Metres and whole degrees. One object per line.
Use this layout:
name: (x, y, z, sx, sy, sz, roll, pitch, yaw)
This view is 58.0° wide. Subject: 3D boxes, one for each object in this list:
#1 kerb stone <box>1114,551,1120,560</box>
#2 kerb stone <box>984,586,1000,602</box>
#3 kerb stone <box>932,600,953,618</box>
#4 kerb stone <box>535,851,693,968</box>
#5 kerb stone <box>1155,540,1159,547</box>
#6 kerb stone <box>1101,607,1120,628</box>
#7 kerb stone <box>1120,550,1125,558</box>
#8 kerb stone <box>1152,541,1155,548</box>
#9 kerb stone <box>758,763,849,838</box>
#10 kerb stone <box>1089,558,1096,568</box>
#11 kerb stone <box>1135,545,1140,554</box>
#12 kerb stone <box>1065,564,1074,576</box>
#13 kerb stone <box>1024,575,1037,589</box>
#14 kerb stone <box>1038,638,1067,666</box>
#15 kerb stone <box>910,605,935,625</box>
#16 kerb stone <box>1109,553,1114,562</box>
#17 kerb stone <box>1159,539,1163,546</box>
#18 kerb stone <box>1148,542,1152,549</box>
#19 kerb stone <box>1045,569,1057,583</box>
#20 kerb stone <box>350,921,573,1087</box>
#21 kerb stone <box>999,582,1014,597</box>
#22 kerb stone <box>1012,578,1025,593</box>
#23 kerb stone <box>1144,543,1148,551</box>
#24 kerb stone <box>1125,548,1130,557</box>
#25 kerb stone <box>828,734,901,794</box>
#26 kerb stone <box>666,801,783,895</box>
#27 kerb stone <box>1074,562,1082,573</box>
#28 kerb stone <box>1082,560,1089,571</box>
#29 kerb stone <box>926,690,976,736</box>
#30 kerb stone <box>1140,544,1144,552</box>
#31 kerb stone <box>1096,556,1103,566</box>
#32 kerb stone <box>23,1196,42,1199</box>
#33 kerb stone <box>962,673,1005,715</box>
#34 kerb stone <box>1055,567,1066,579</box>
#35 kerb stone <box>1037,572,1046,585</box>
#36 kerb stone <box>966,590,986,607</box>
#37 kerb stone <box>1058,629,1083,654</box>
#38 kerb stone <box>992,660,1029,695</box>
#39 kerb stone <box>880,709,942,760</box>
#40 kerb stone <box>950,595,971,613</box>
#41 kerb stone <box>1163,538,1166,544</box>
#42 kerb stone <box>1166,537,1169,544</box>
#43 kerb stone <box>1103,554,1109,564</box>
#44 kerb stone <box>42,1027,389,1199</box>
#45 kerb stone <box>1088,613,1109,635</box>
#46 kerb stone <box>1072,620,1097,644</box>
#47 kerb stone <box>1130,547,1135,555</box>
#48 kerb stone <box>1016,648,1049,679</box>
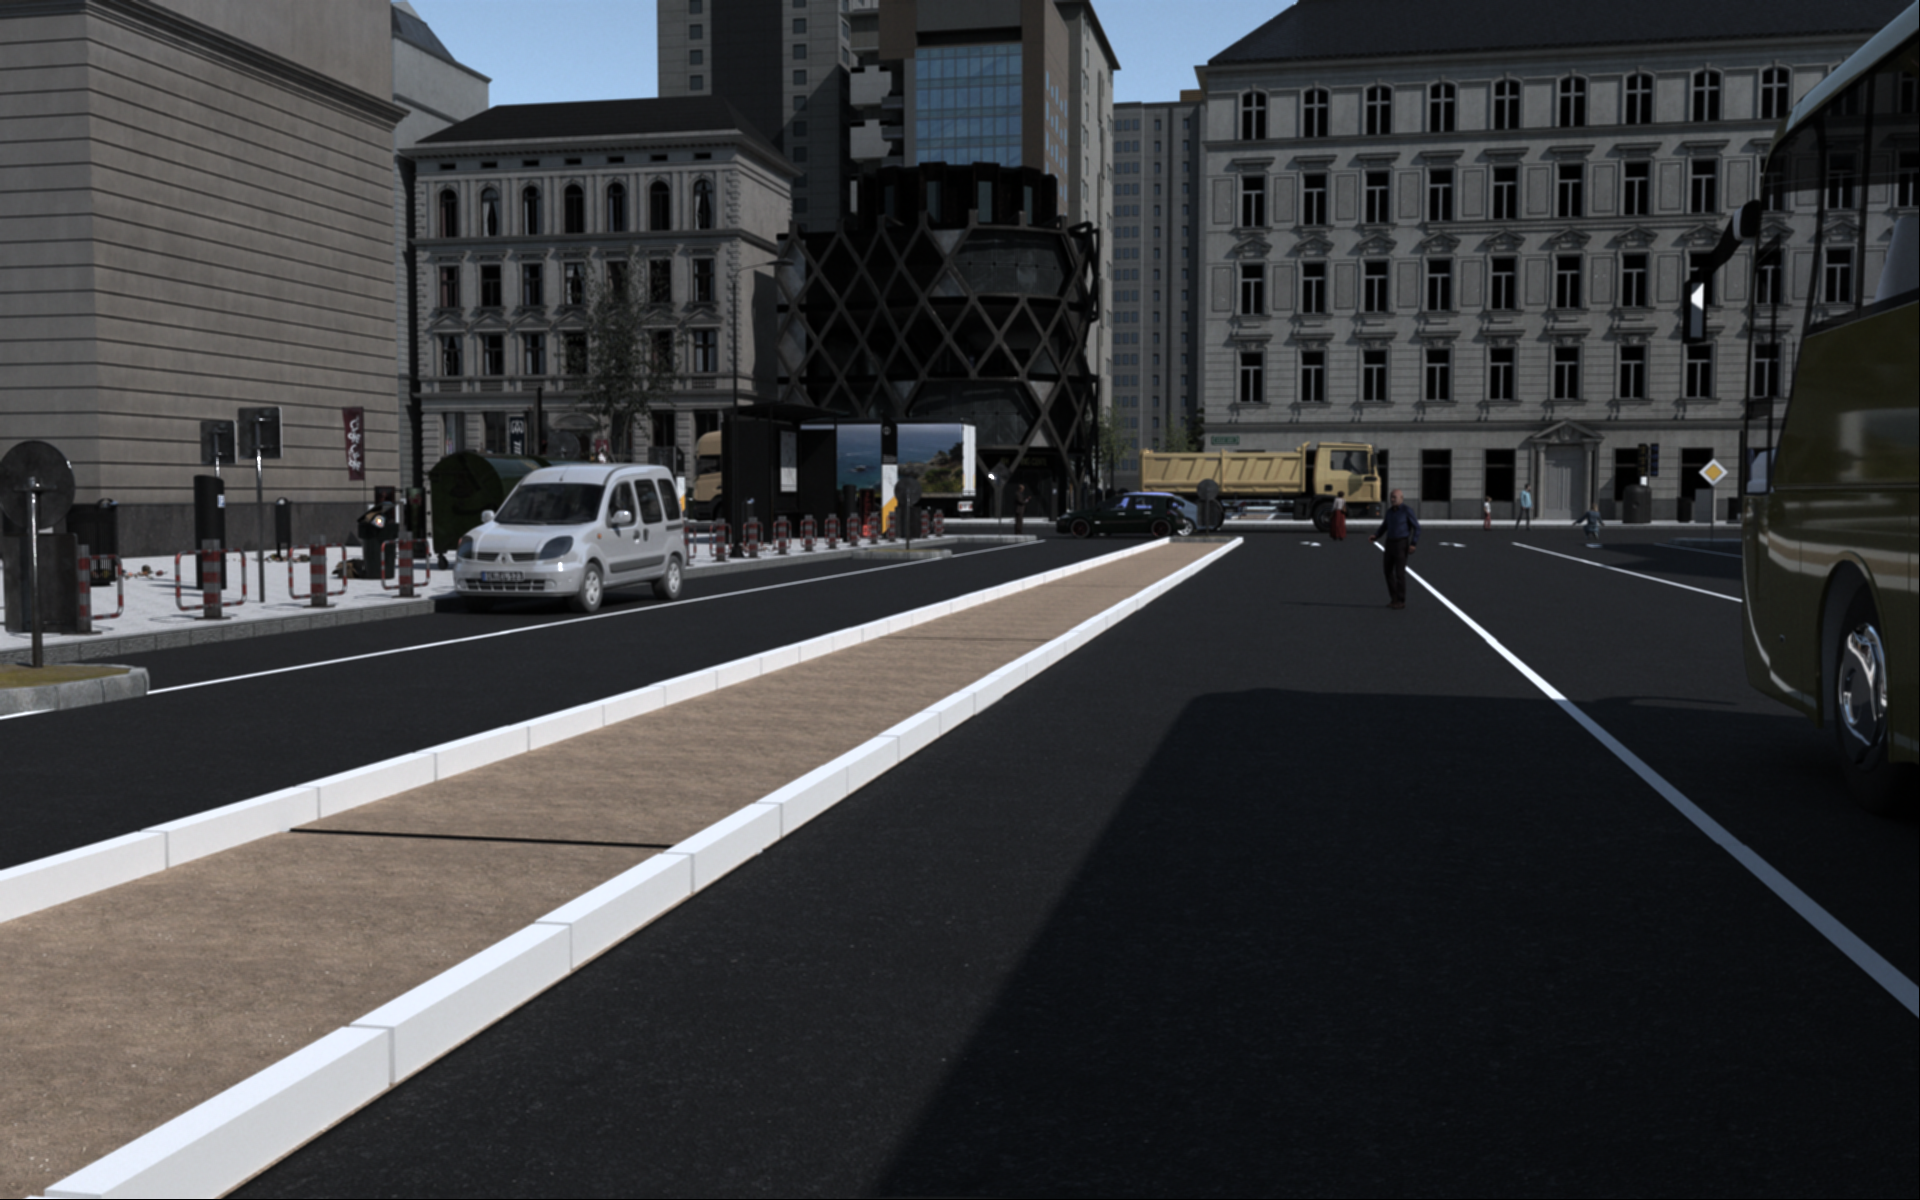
kerb stone: (3.270, -0.921, 37.262, 0.120, 0.150, 1.000, 1, 4, 12)
kerb stone: (0.358, -0.059, 23.168, 0.120, 0.150, 1.000, 1, 4, 12)
kerb stone: (-0.272, 0.130, 20.157, 0.120, 0.150, 1.000, 1, 4, 12)
kerb stone: (-1.119, 1.010, 5.684, 0.120, 0.150, 1.000, 1, 4, 12)
kerb stone: (5.151, -1.475, 46.348, 0.120, 0.150, 1.000, 1, 4, 12)
kerb stone: (1.597, 0.208, 18.790, 0.120, 0.150, 1.000, 1, 4, 12)
kerb stone: (3.479, -0.982, 38.272, 0.120, 0.150, 1.000, 1, 4, 12)
kerb stone: (4.942, -1.415, 45.330, 0.120, 0.150, 1.000, 1, 4, 12)
kerb stone: (-0.694, 0.887, 7.698, 0.120, 0.150, 1.000, 1, 4, 12)
kerb stone: (2.437, -0.675, 33.224, 0.120, 0.150, 1.000, 1, 4, 12)
kerb stone: (4.112, -1.165, 41.286, 0.120, 0.150, 1.000, 1, 4, 12)
kerb stone: (1.821, -0.490, 30.210, 0.120, 0.150, 1.000, 1, 4, 12)
kerb stone: (0.985, -0.244, 26.179, 0.120, 0.150, 1.000, 1, 4, 12)
kerb stone: (0.761, 0.461, 14.745, 0.120, 0.150, 1.000, 1, 4, 12)
kerb stone: (-0.470, 0.186, 19.149, 0.120, 0.150, 1.000, 1, 4, 12)
kerb stone: (3.061, -0.859, 36.253, 0.120, 0.150, 1.000, 1, 4, 12)
kerb stone: (5.368, -1.538, 47.354, 0.120, 0.150, 1.000, 1, 4, 12)
kerb stone: (4.734, -1.349, 44.320, 0.120, 0.150, 1.000, 1, 4, 12)
kerb stone: (1.401, -0.367, 28.192, 0.120, 0.150, 1.000, 1, 4, 12)
kerb stone: (-1.320, 1.073, 4.679, 0.120, 0.150, 1.000, 1, 4, 12)
kerb stone: (0.567, -0.118, 24.172, 0.120, 0.150, 1.000, 1, 4, 12)
kerb stone: (0.770, -0.182, 25.176, 0.120, 0.150, 1.000, 1, 4, 12)
kerb stone: (4.526, -1.288, 43.308, 0.120, 0.150, 1.000, 1, 4, 12)
kerb stone: (3.695, -1.045, 39.279, 0.120, 0.150, 1.000, 1, 4, 12)
kerb stone: (-0.489, 0.830, 8.702, 0.120, 0.150, 1.000, 1, 4, 12)
kerb stone: (-0.905, 0.949, 6.686, 0.120, 0.150, 1.000, 1, 4, 12)
kerb stone: (2.025, -0.548, 31.215, 0.120, 0.150, 1.000, 1, 4, 12)
kerb stone: (2.237, -0.613, 32.218, 0.120, 0.150, 1.000, 1, 4, 12)
kerb stone: (-0.071, 0.703, 10.709, 0.120, 0.150, 1.000, 1, 4, 12)
kerb stone: (4.318, -1.230, 42.301, 0.120, 0.150, 1.000, 1, 4, 12)
kerb stone: (2.647, -0.736, 34.230, 0.120, 0.150, 1.000, 1, 4, 12)
kerb stone: (-1.742, 1.194, 2.670, 0.120, 0.150, 1.000, 1, 4, 12)
kerb stone: (0.142, 0.641, 11.712, 0.120, 0.150, 1.000, 1, 4, 12)
kerb stone: (1.607, -0.429, 29.208, 0.120, 0.150, 1.000, 1, 4, 12)
kerb stone: (1.180, -0.302, 27.185, 0.120, 0.150, 1.000, 1, 4, 12)
kerb stone: (0.148, 0.002, 22.165, 0.120, 0.150, 1.000, 1, 4, 12)
kerb stone: (0.971, 0.403, 15.755, 0.120, 0.150, 1.000, 1, 4, 12)
kerb stone: (0.345, 0.579, 12.729, 0.120, 0.150, 1.000, 1, 4, 12)
kerb stone: (-0.280, 0.765, 9.706, 0.120, 0.150, 1.000, 1, 4, 12)
kerb stone: (-0.057, 0.068, 21.160, 0.120, 0.150, 1.000, 1, 4, 12)
kerb stone: (5.570, -1.599, 48.359, 0.120, 0.150, 1.000, 1, 4, 12)
kerb stone: (5.784, -1.662, 49.367, 0.120, 0.150, 1.000, 1, 4, 12)
kerb stone: (2.856, -0.798, 35.238, 0.120, 0.150, 1.000, 1, 4, 12)
kerb stone: (-1.529, 1.133, 3.675, 0.120, 0.150, 1.000, 1, 4, 12)
kerb stone: (1.382, 0.271, 17.769, 0.120, 0.150, 1.000, 1, 4, 12)
kerb stone: (1.177, 0.335, 16.765, 0.120, 0.150, 1.000, 1, 4, 12)
kerb stone: (3.896, -1.102, 40.284, 0.120, 0.150, 1.000, 1, 4, 12)
kerb stone: (0.554, 0.520, 13.733, 0.120, 0.150, 1.000, 1, 4, 12)
